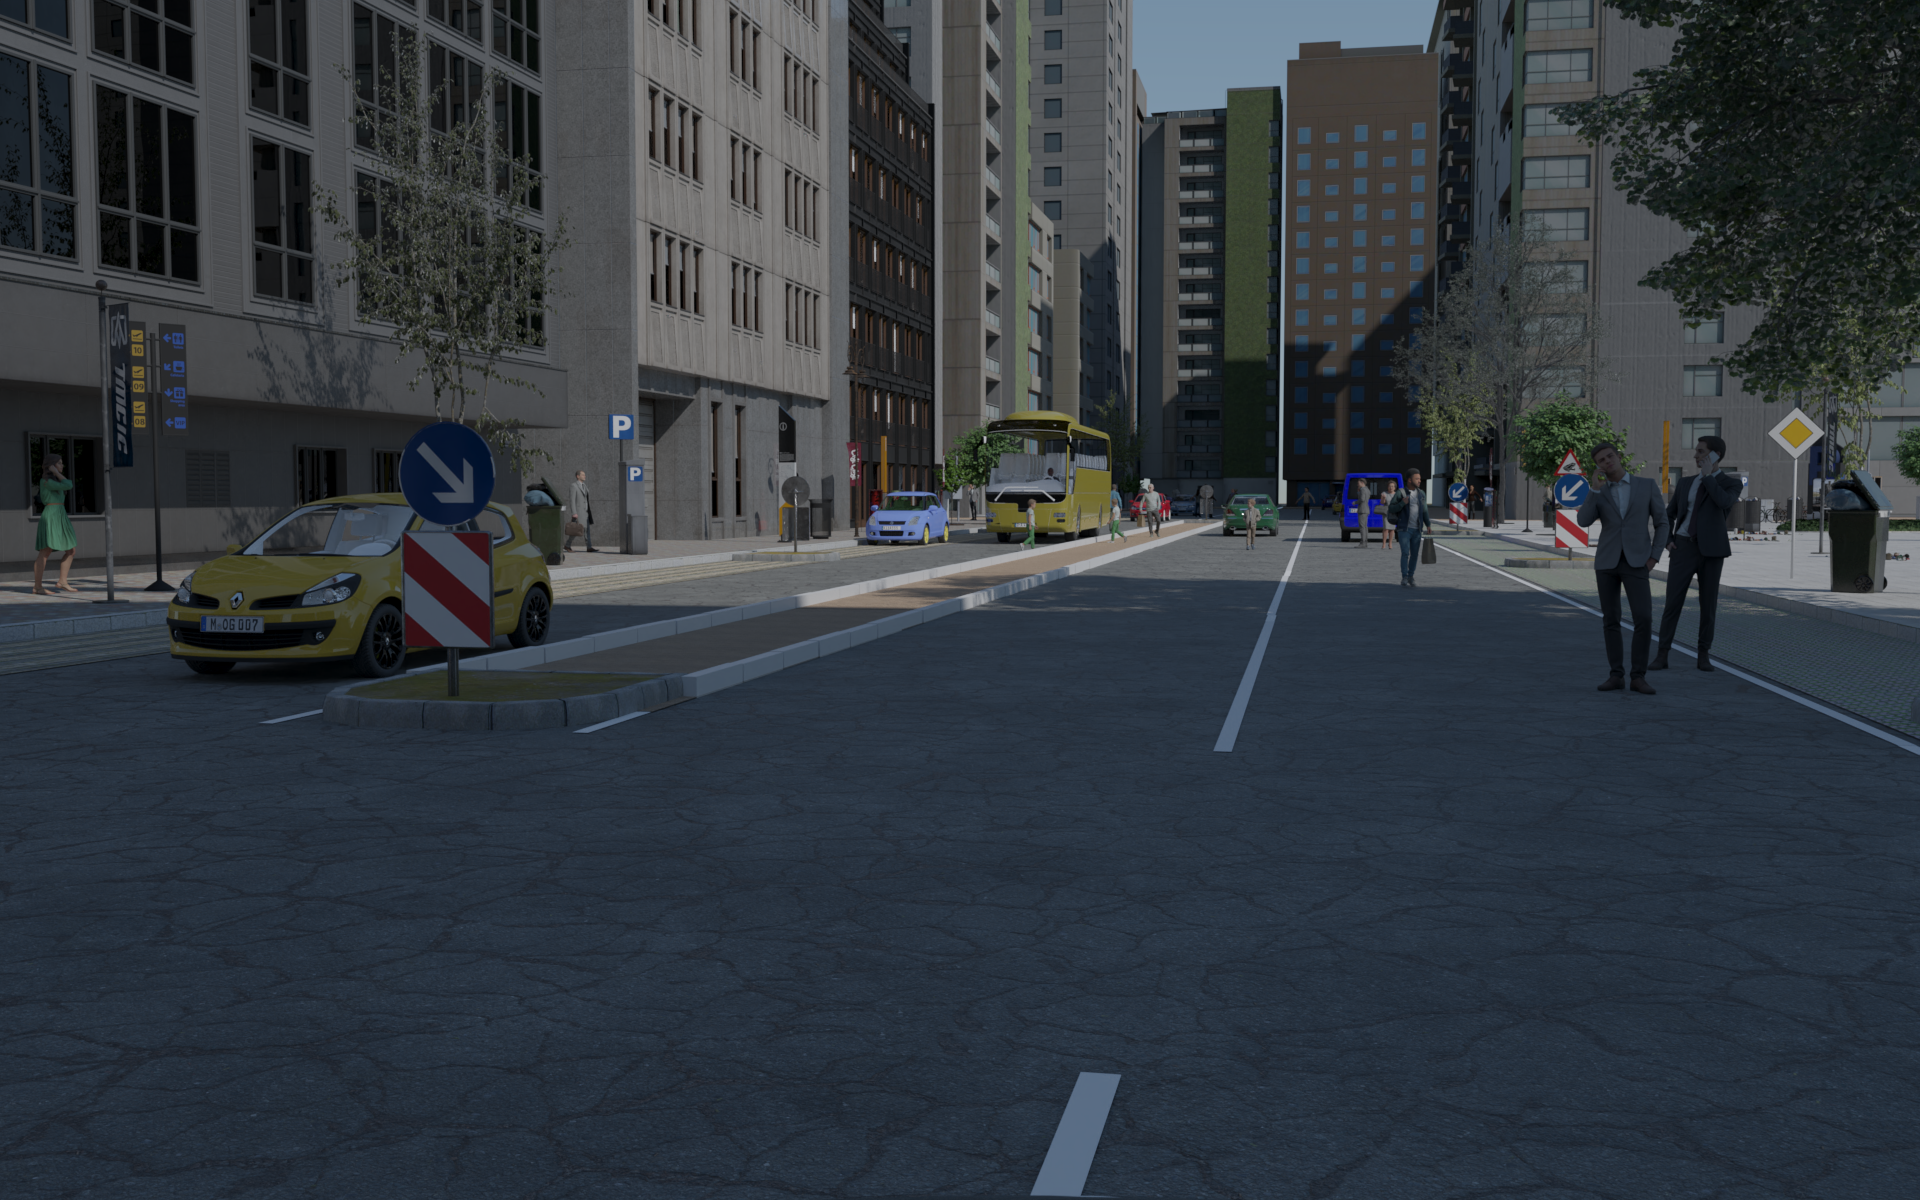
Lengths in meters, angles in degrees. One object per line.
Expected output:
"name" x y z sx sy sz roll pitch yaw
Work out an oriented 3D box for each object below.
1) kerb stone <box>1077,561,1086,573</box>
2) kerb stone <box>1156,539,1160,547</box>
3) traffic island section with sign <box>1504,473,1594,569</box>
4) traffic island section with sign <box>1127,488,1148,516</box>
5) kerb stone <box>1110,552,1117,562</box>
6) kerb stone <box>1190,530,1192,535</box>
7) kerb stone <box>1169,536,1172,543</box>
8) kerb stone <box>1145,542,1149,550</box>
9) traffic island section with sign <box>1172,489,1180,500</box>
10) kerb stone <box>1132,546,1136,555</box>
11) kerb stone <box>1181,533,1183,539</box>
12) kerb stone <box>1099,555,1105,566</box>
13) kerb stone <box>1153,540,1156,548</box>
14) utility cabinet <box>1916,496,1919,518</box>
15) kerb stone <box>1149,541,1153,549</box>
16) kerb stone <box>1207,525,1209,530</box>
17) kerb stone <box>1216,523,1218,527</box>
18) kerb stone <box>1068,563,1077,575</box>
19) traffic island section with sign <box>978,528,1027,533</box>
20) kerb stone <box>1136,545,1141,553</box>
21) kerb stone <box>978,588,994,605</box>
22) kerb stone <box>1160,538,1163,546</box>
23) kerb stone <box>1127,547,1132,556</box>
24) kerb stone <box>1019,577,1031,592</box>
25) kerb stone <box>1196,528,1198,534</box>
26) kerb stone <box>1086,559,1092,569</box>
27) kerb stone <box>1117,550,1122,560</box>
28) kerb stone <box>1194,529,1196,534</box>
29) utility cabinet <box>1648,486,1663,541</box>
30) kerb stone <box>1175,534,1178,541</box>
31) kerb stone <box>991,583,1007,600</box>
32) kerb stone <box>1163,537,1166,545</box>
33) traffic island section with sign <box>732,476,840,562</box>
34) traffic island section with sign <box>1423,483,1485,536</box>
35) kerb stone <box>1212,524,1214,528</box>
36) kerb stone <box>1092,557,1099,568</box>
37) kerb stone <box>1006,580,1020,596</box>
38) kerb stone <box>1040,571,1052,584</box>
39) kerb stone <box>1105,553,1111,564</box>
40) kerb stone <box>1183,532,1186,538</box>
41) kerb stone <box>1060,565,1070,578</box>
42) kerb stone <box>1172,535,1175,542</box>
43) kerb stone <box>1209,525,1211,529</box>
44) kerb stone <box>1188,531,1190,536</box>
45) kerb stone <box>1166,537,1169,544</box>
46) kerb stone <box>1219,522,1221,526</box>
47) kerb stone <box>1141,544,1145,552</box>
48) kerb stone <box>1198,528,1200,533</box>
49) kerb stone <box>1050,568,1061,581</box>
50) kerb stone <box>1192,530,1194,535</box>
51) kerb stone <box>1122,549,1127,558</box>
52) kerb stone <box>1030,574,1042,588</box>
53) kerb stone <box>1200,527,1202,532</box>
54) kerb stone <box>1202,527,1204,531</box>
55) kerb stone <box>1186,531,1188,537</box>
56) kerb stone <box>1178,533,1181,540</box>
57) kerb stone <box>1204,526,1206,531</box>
"kerb stone" 2.128 -0.584 31.736 0.120 0.150 1.000 1 4 12
"kerb stone" 5.220 -1.505 46.800 0.120 0.150 1.000 1 4 12
"traffic island section with sign" 11.756 -1.547 33.918 1.989 1.847 2.006 1 4 12
"traffic island section with sign" 12.068 -6.433 113.810 1.989 1.847 2.006 1 4 12
"kerb stone" 3.158 -0.891 36.766 0.120 0.150 1.000 1 4 12
"kerb stone" 7.709 -2.240 58.824 0.120 0.150 1.000 1 4 12
"kerb stone" 6.056 -1.750 50.806 0.120 0.150 1.000 1 4 12
"kerb stone" 4.601 -1.320 43.781 0.120 0.150 1.000 1 4 12
"traffic island section with sign" 17.525 -8.048 140.209 1.989 1.847 2.006 1 4 12
"kerb stone" 3.983 -1.136 40.774 0.120 0.150 1.000 1 4 12
"kerb stone" 6.881 -1.995 54.815 0.120 0.150 1.000 1 4 12
"kerb stone" 2.741 -0.768 34.748 0.120 0.150 1.000 1 4 12
"kerb stone" 5.020 -1.443 45.790 0.120 0.150 1.000 1 4 12
"utility cabinet" 37.024 -3.355 66.023 1.020 1.237 0.306 0 4 3
"kerb stone" 4.807 -1.378 44.784 0.120 0.150 1.000 1 4 12
"kerb stone" 9.568 -2.792 67.851 0.120 0.150 1.000 1 4 12
"kerb stone" 10.805 -3.157 73.874 0.120 0.150 1.000 1 4 12
"kerb stone" 1.911 -0.521 30.720 0.120 0.150 1.000 1 4 12
"traffic island section with sign" 1.802 -3.385 63.973 1.989 1.847 2.006 1 4 12
"kerb stone" 4.195 -1.198 41.777 0.120 0.150 1.000 1 4 12
"kerb stone" 0.261 -0.025 22.701 0.120 0.150 1.000 1 4 12
"kerb stone" 5.435 -1.566 47.799 0.120 0.150 1.000 1 4 12
"kerb stone" 3.783 -1.075 39.771 0.120 0.150 1.000 1 4 12
"kerb stone" 0.879 -0.215 25.710 0.120 0.150 1.000 1 4 12
"kerb stone" 8.327 -2.424 61.834 0.120 0.150 1.000 1 4 12
"kerb stone" 2.321 -0.645 32.740 0.120 0.150 1.000 1 4 12
"kerb stone" 3.366 -0.953 37.769 0.120 0.150 1.000 1 4 12
"kerb stone" 8.120 -2.357 60.833 0.120 0.150 1.000 1 4 12
"utility cabinet" 18.213 -2.314 46.513 1.173 1.500 0.318 1 4 21
"kerb stone" 6.467 -1.870 52.812 0.120 0.150 1.000 1 4 12
"kerb stone" 0.466 -0.092 23.702 0.120 0.150 1.000 1 4 12
"kerb stone" 5.644 -1.627 48.803 0.120 0.150 1.000 1 4 12
"traffic island section with sign" -3.669 -1.761 37.427 1.989 1.847 2.006 1 4 12
"traffic island section with sign" 17.236 -3.173 60.507 1.989 1.847 2.006 1 4 12
"kerb stone" 10.185 -2.977 70.862 0.120 0.150 1.000 1 4 12
"kerb stone" 2.540 -0.703 33.746 0.120 0.150 1.000 1 4 12
"kerb stone" 0.676 -0.153 24.703 0.120 0.150 1.000 1 4 12
"kerb stone" 1.294 -0.337 27.713 0.120 0.150 1.000 1 4 12
"kerb stone" 2.954 -0.826 35.751 0.120 0.150 1.000 1 4 12
"kerb stone" 7.089 -2.057 55.821 0.120 0.150 1.000 1 4 12
"kerb stone" 1.711 -0.454 29.715 0.120 0.150 1.000 1 4 12
"kerb stone" 6.259 -1.809 51.811 0.120 0.150 1.000 1 4 12
"kerb stone" 9.772 -2.854 68.853 0.120 0.150 1.000 1 4 12
"kerb stone" 7.504 -2.179 57.823 0.120 0.150 1.000 1 4 12
"kerb stone" 5.847 -1.686 49.805 0.120 0.150 1.000 1 4 12
"kerb stone" 11.221 -3.280 75.877 0.120 0.150 1.000 1 4 12
"kerb stone" 4.400 -1.259 42.778 0.120 0.150 1.000 1 4 12
"kerb stone" 8.529 -2.481 62.837 0.120 0.150 1.000 1 4 12
"kerb stone" 1.497 -0.399 28.715 0.120 0.150 1.000 1 4 12
"kerb stone" 7.915 -2.302 59.826 0.120 0.150 1.000 1 4 12
"kerb stone" 3.568 -1.011 38.771 0.120 0.150 1.000 1 4 12
"kerb stone" 1.087 -0.272 26.711 0.120 0.150 1.000 1 4 12
"kerb stone" 8.743 -2.544 63.841 0.120 0.150 1.000 1 4 12
"kerb stone" 8.951 -2.608 64.847 0.120 0.150 1.000 1 4 12
"kerb stone" 7.292 -2.115 56.823 0.120 0.150 1.000 1 4 12
"kerb stone" 6.675 -1.930 53.813 0.120 0.150 1.000 1 4 12
"kerb stone" 9.155 -2.669 65.848 0.120 0.150 1.000 1 4 12
